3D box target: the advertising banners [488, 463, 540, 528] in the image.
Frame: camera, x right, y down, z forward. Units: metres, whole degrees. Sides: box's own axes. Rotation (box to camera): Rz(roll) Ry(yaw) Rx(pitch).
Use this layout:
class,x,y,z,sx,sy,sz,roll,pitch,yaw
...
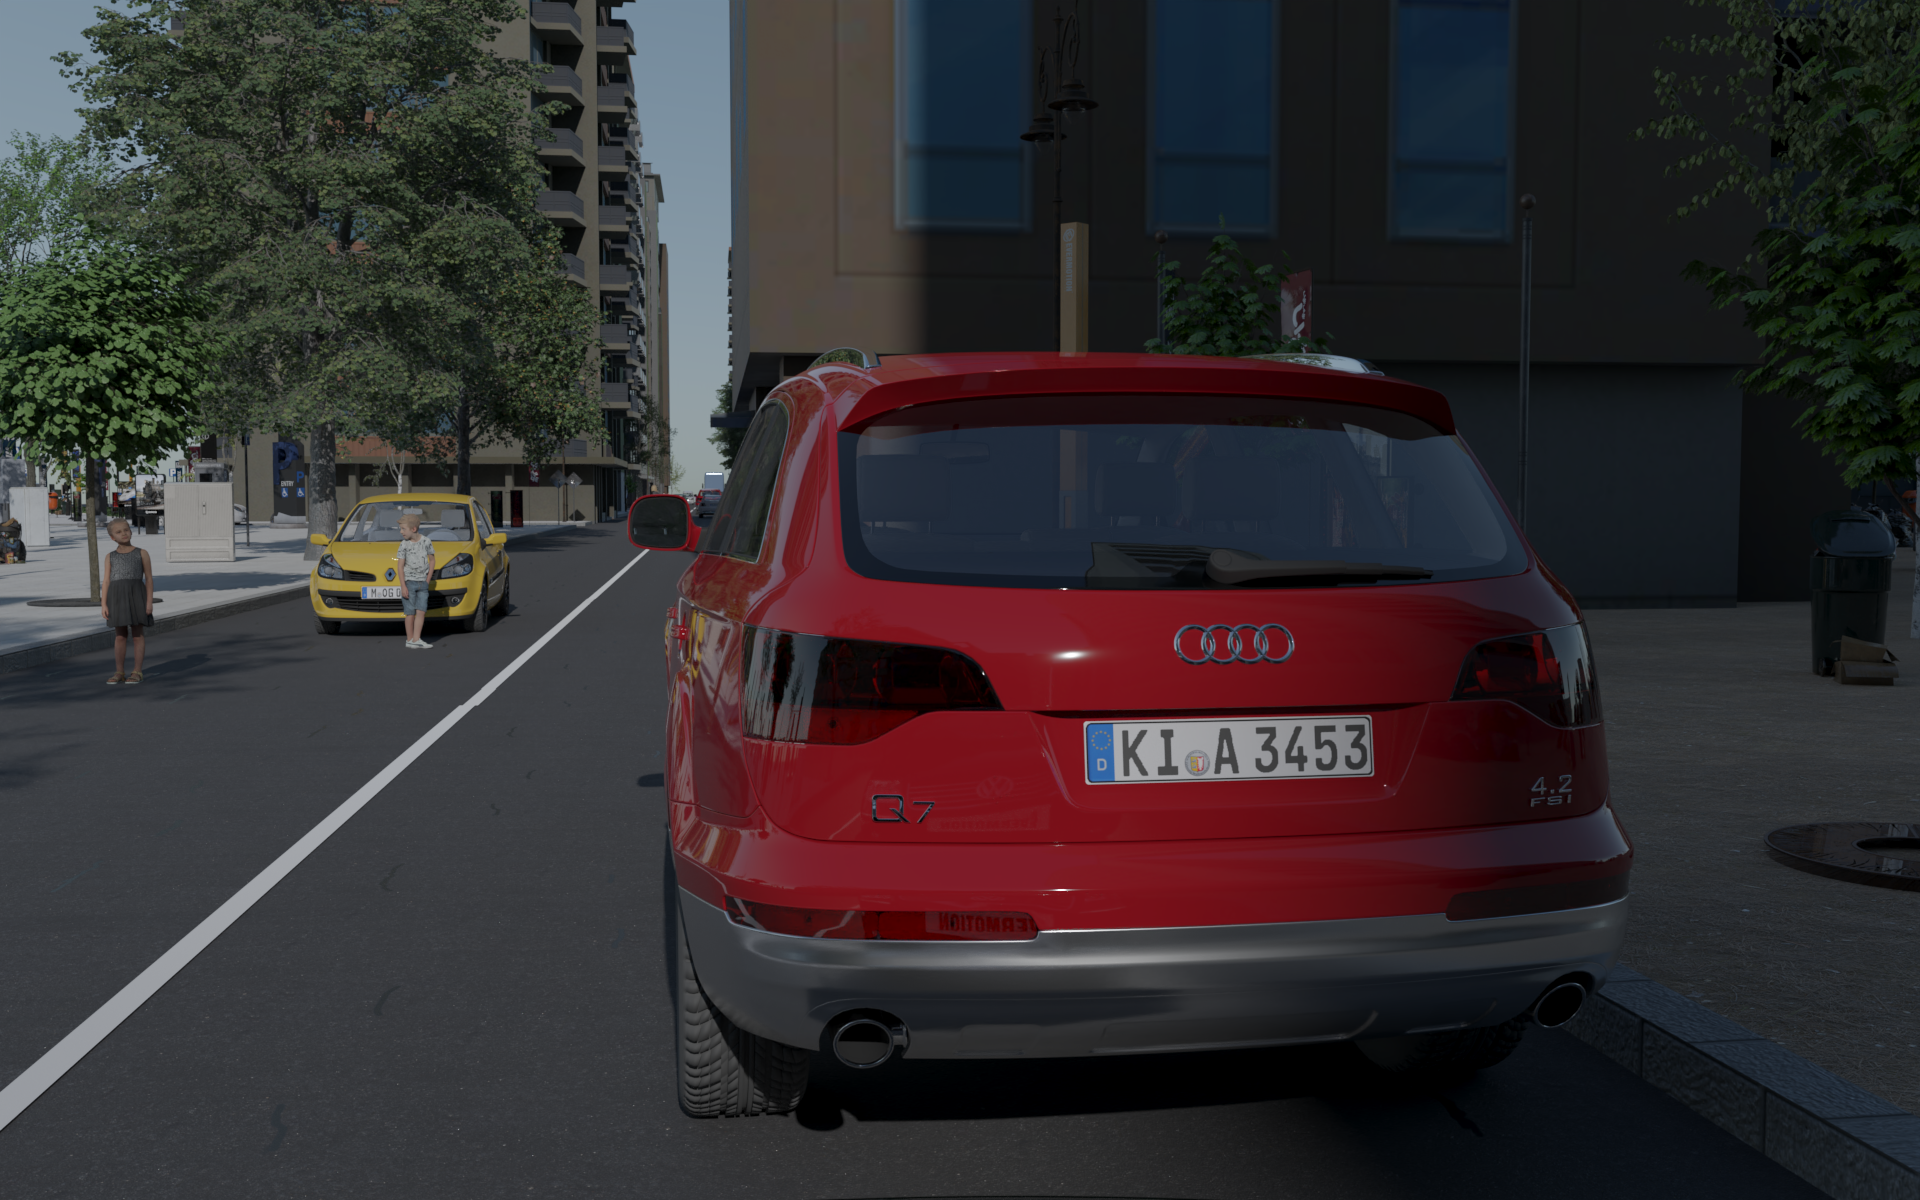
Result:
class,x,y,z,sx,sy,sz,roll,pitch,yaw
advertising banners,-17.022,-4.290,66.336,2.074,3.025,0.090,-2,4,-27

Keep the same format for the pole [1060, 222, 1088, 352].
class,x,y,z,sx,sy,sz,roll,pitch,yaw
pole,0.865,-1.181,13.157,0.158,3.312,0.155,0,3,0

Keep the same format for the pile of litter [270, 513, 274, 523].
class,x,y,z,sx,sy,sz,roll,pitch,yaw
pile of litter,-30.009,-3.870,77.244,1.176,0.858,1.719,3,5,44

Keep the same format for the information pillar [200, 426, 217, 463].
class,x,y,z,sx,sy,sz,roll,pitch,yaw
information pillar,-23.045,-3.778,53.130,0.504,3.616,0.183,-3,5,-42

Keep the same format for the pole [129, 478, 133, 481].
class,x,y,z,sx,sy,sz,roll,pitch,yaw
pole,-51.627,-6.975,107.892,0.158,3.312,0.155,0,3,0

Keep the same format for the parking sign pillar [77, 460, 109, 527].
class,x,y,z,sx,sy,sz,roll,pitch,yaw
parking sign pillar,-33.502,-4.815,67.197,1.447,3.967,1.447,-1,4,-15

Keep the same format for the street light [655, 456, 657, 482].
class,x,y,z,sx,sy,sz,roll,pitch,yaw
street light,-36.855,-14.497,209.814,0.468,5.910,1.993,-1,4,-8

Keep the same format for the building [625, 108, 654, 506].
class,x,y,z,sx,sy,sz,roll,pitch,yaw
building,-46.941,-35.163,194.521,23.786,49.044,30.456,-1,4,-8

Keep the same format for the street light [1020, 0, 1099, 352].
class,x,y,z,sx,sy,sz,roll,pitch,yaw
street light,0.928,-2.677,16.556,0.468,5.910,1.993,-1,4,-8

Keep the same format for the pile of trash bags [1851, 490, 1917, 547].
class,x,y,z,sx,sy,sz,roll,pitch,yaw
pile of trash bags,22.396,-1.987,42.234,3.447,1.369,1.912,-2,4,-31

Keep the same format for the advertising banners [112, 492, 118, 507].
class,x,y,z,sx,sy,sz,roll,pitch,yaw
advertising banners,-63.782,-8.235,130.836,2.074,3.025,0.090,0,4,-7

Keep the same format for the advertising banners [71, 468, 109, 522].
class,x,y,z,sx,sy,sz,roll,pitch,yaw
advertising banners,-40.279,-5.135,80.145,2.074,3.025,0.090,1,4,16

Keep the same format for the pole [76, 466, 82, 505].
class,x,y,z,sx,sy,sz,roll,pitch,yaw
pole,-65.166,-8.199,127.896,0.158,3.312,0.155,0,3,0

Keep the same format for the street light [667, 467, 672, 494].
class,x,y,z,sx,sy,sz,roll,pitch,yaw
street light,-44.865,-17.906,265.552,0.468,5.910,1.993,-1,4,-8

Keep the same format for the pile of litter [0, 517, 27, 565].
class,x,y,z,sx,sy,sz,roll,pitch,yaw
pile of litter,-17.831,-1.102,31.980,1.176,0.858,1.719,-1,4,-11

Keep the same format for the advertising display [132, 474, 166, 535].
class,x,y,z,sx,sy,sz,roll,pitch,yaw
advertising display,-25.564,-3.029,54.741,0.974,1.923,0.123,0,4,4

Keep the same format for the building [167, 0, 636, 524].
class,x,y,z,sx,sy,sz,roll,pitch,yaw
building,-28.707,-26.758,92.111,22.147,44.769,28.867,-1,4,-8

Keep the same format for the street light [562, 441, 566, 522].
class,x,y,z,sx,sy,sz,roll,pitch,yaw
street light,-18.167,-6.516,79.323,0.468,5.910,1.993,-1,4,-8

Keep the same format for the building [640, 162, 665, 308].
class,x,y,z,sx,sy,sz,roll,pitch,yaw
building,-61.717,-42.012,276.130,28.713,52.752,27.495,-1,4,-8

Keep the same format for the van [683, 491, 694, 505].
class,x,y,z,sx,sy,sz,roll,pitch,yaw
van,-35.754,-13.488,227.542,2.013,2.044,4.112,-1,4,-8

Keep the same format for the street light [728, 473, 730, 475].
class,x,y,z,sx,sy,sz,roll,pitch,yaw
street light,-41.602,-20.742,311.910,0.468,5.910,1.993,-1,4,-8

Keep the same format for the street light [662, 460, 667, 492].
class,x,y,z,sx,sy,sz,roll,pitch,yaw
street light,-40.801,-16.201,237.680,0.468,5.910,1.993,-1,4,-8

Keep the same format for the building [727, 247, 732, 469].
class,x,y,z,sx,sy,sz,roll,pitch,yaw
building,-28.956,-39.445,299.547,22.147,44.769,28.867,-1,4,-8

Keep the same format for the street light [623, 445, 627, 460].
class,x,y,z,sx,sy,sz,roll,pitch,yaw
street light,-26.029,-9.864,134.068,0.468,5.910,1.993,-1,4,-8

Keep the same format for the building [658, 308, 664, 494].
class,x,y,z,sx,sy,sz,roll,pitch,yaw
building,-51.416,-29.701,257.311,14.160,30.474,14.107,-1,4,-8

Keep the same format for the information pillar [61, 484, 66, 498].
class,x,y,z,sx,sy,sz,roll,pitch,yaw
information pillar,-67.560,-7.710,130.555,0.304,2.012,0.304,-3,4,-36

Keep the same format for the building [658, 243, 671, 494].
class,x,y,z,sx,sy,sz,roll,pitch,yaw
building,-57.161,-39.628,298.031,14.600,45.320,14.200,-1,4,-8

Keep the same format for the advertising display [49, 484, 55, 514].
class,x,y,z,sx,sy,sz,roll,pitch,yaw
advertising display,-57.950,-6.444,110.574,0.123,1.923,0.974,-1,4,-16

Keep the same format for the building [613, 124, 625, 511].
class,x,y,z,sx,sy,sz,roll,pitch,yaw
building,-31.682,-21.552,124.075,14.160,30.474,14.107,-1,4,-8

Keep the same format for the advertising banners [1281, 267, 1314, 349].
class,x,y,z,sx,sy,sz,roll,pitch,yaw
advertising banners,2.864,-1.023,12.913,0.090,3.025,2.074,-1,4,-17

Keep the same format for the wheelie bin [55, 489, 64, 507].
class,x,y,z,sx,sy,sz,roll,pitch,yaw
wheelie bin,-60.436,-6.596,115.760,0.980,1.594,0.693,-2,4,-31

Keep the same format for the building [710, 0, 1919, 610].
class,x,y,z,sx,sy,sz,roll,pitch,yaw
building,3.718,-22.875,24.119,14.600,45.320,14.200,-1,4,-8

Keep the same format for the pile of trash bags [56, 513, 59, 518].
class,x,y,z,sx,sy,sz,roll,pitch,yaw
pile of trash bags,-50.543,-5.188,94.582,3.447,1.369,1.912,1,4,23

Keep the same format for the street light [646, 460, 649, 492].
class,x,y,z,sx,sy,sz,roll,pitch,yaw
street light,-32.871,-12.815,182.317,0.468,5.910,1.993,-1,4,-8

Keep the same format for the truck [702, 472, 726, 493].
class,x,y,z,sx,sy,sz,roll,pitch,yaw
truck,-29.464,-13.386,208.614,2.967,4.110,18.799,-1,4,-9

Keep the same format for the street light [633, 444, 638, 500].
class,x,y,z,sx,sy,sz,roll,pitch,yaw
street light,-29.054,-11.141,154.940,0.468,5.910,1.993,-1,4,-8

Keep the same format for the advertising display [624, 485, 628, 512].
class,x,y,z,sx,sy,sz,roll,pitch,yaw
advertising display,-24.042,-7.307,124.687,0.123,1.923,0.974,0,4,-4

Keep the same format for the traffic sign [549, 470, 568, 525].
class,x,y,z,sx,sy,sz,roll,pitch,yaw
traffic sign,-16.489,-4.129,71.158,0.795,2.450,0.064,-1,4,-8

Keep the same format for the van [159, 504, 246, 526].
class,x,y,z,sx,sy,sz,roll,pitch,yaw
van,-32.369,-4.062,73.427,4.112,2.044,2.013,-1,4,-9

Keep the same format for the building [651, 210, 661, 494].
class,x,y,z,sx,sy,sz,roll,pitch,yaw
building,-49.373,-34.145,241.864,14.154,41.232,14.086,-1,4,-8

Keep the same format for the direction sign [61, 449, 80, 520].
class,x,y,z,sx,sy,sz,roll,pitch,yaw
direction sign,-44.740,-5.819,87.133,0.876,3.537,0.379,-1,4,-14

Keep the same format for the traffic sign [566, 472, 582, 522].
class,x,y,z,sx,sy,sz,roll,pitch,yaw
traffic sign,-17.626,-4.613,79.062,0.795,2.450,0.064,-1,4,-8

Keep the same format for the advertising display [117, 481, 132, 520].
class,x,y,z,sx,sy,sz,roll,pitch,yaw
advertising display,-41.575,-4.977,86.581,0.974,1.923,0.123,-2,4,-27

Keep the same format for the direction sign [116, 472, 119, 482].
class,x,y,z,sx,sy,sz,roll,pitch,yaw
direction sign,-68.570,-9.118,141.077,0.379,3.537,0.876,-1,4,-15

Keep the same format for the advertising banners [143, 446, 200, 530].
class,x,y,z,sx,sy,sz,roll,pitch,yaw
advertising banners,-28.483,-4.068,62.697,2.074,3.025,0.090,-1,4,-15

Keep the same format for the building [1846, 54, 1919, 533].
class,x,y,z,sx,sy,sz,roll,pitch,yaw
building,28.390,-38.295,64.373,20.611,71.187,20.563,-1,4,-8

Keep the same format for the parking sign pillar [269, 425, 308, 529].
class,x,y,z,sx,sy,sz,roll,pitch,yaw
parking sign pillar,-25.018,-4.654,64.559,1.447,3.967,1.447,2,4,31

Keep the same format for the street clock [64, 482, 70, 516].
class,x,y,z,sx,sy,sz,roll,pitch,yaw
street clock,-52.670,-5.971,102.203,0.358,2.002,0.471,0,4,-7

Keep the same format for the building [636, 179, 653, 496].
class,x,y,z,sx,sy,sz,roll,pitch,yaw
building,-46.504,-32.641,217.279,14.154,41.232,14.086,-1,4,-8
